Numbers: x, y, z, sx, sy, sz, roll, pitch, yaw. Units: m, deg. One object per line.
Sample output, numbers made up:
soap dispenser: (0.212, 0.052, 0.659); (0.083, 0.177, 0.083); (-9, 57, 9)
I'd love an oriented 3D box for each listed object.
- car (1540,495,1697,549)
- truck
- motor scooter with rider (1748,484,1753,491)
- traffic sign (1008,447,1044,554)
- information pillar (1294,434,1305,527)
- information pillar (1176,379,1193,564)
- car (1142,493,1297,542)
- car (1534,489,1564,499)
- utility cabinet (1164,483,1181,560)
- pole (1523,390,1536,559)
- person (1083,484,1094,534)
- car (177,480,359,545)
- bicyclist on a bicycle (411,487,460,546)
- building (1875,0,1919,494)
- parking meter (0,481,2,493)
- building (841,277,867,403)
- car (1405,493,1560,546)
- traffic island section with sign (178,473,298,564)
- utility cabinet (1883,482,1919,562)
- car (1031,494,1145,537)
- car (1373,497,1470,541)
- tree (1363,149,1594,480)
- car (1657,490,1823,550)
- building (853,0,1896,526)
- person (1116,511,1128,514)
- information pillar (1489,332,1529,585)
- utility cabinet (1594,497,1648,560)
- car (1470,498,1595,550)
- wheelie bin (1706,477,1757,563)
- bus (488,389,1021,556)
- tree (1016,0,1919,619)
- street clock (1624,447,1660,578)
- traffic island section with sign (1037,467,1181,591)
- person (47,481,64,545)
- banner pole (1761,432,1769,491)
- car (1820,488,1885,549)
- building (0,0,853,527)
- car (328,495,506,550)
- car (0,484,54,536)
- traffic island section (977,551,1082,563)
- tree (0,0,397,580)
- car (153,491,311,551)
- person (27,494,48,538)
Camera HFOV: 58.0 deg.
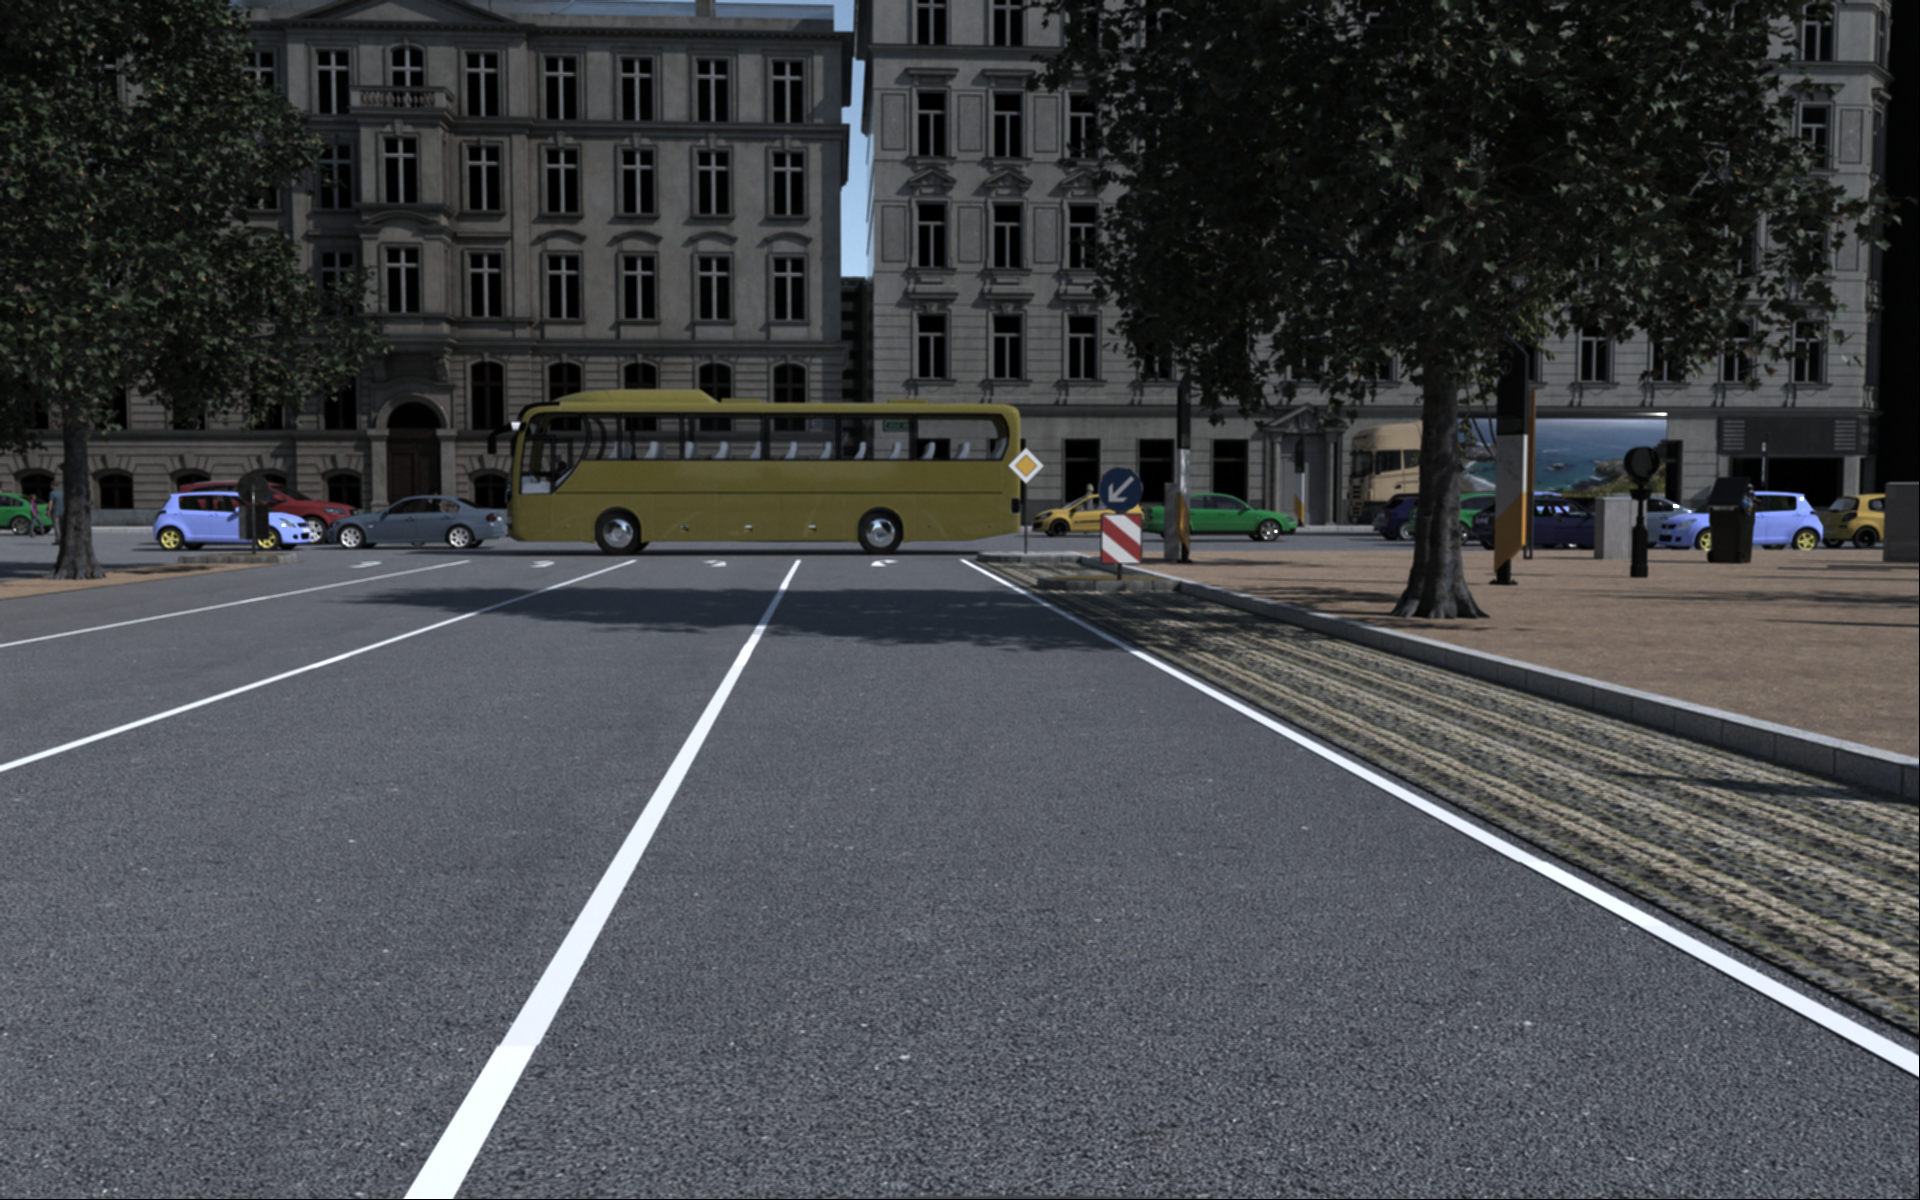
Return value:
car: (17.369, -2.074, 45.906); (4.499, 1.417, 2.014); (0, 4, -4)
truck: (18.644, -4.371, 60.376); (11.283, 4.237, 2.839); (0, 4, -4)
motor scooter with rider: (24.425, -2.695, 53.028); (1.986, 1.779, 0.876); (0, 4, -5)
traffic sign: (1.411, -2.047, 37.116); (0.795, 2.450, 0.064); (0, 4, -4)
information pillar: (13.307, -4.679, 67.857); (0.183, 3.616, 0.504); (-2, 4, -28)
information pillar: (4.129, -2.483, 31.952); (0.183, 3.616, 0.504); (2, 4, 29)
car: (7.863, -2.685, 52.692); (4.718, 1.807, 1.959); (0, 4, -3)
car: (17.915, -2.755, 54.634); (1.945, 1.707, 3.694); (0, 4, -5)
utility cabinet: (4.190, -1.533, 33.747); (0.318, 1.500, 1.173); (1, 4, 11)
pole: (11.177, -2.455, 33.975); (0.158, 3.312, 0.155); (0, 3, 0)
person: (4.554, -3.266, 62.088); (0.526, 1.800, 0.537); (2, 4, 31)
car: (-19.926, -2.499, 49.539); (5.304, 1.827, 2.281); (0, 4, -3)
bicyclist on a bicycle: (-14.480, -2.312, 47.825); (1.625, 1.676, 1.499); (0, 4, -3)
building: (48.015, -15.159, 77.525); (15.834, 23.373, 12.332); (0, 4, -4)
parking meter: (-36.399, -3.651, 65.406); (0.399, 1.863, 0.255); (1, 4, 21)
building: (-15.324, -28.238, 233.396); (14.107, 30.474, 14.160); (0, 4, -4)
car: (14.863, -2.412, 48.235); (4.718, 1.807, 1.959); (0, 4, -5)
traffic island section with sign: (-15.005, -1.721, 36.275); (2.006, 1.907, 1.989); (0, 4, -4)
utility cabinet: (17.836, -1.436, 32.152); (1.173, 1.500, 0.318); (3, 5, 43)
car: (4.402, -2.954, 58.520); (3.980, 1.641, 2.015); (0, 4, -6)
car: (14.915, -2.521, 53.803); (3.894, 1.354, 1.945); (0, 4, -4)
tree: (9.174, -4.847, 29.614); (4.737, 8.622, 4.395); (0, 3, 0)
car: (18.981, -1.997, 42.248); (3.694, 1.707, 1.945); (0, 4, -3)
building: (17.408, -18.409, 77.409); (44.131, 29.872, 17.030); (0, 4, -4)
person: (5.254, -2.769, 56.241); (0.387, 1.526, 0.523); (1, 4, 23)
information pillar: (7.734, -2.017, 24.325); (0.183, 3.616, 0.504); (-2, 4, -34)
utility cabinet: (13.040, -1.408, 34.178); (1.020, 1.237, 0.306); (-1, 4, -17)
car: (14.941, -1.892, 43.516); (3.894, 1.354, 1.945); (0, 4, -5)
wheelie bin: (14.392, -1.494, 32.332); (0.693, 1.594, 0.980); (-3, 4, -37)
bus: (-4.757, -3.044, 41.322); (12.252, 3.916, 2.896); (0, 4, -4)
tree: (5.013, -6.178, 18.023); (9.611, 12.733, 9.660); (0, 3, 0)
street clock: (10.471, -1.350, 26.648); (0.471, 2.002, 0.358); (0, 4, -7)
traffic island section with sign: (2.214, -1.083, 26.342); (1.989, 1.847, 2.006); (0, 4, -4)
person: (-25.443, -2.457, 48.801); (0.434, 1.807, 0.598); (2, 4, 33)
banner pole: (32.638, -4.908, 70.260); (0.401, 3.779, 0.863); (3, 5, 44)
car: (24.781, -2.165, 45.626); (3.980, 1.641, 2.015); (0, 4, -3)
building: (-21.927, -15.548, 73.289); (34.723, 24.649, 14.460); (0, 4, -4)
car: (-14.293, -2.056, 45.611); (4.499, 1.417, 2.014); (0, 4, -4)
car: (-33.849, -3.162, 60.498); (4.718, 1.807, 1.959); (0, 4, -5)
traffic island section: (1.434, -0.912, 37.195); (2.009, 0.180, 2.903); (0, 4, -4)
tree: (-14.897, -6.697, 28.966); (9.611, 12.733, 9.660); (0, 3, 0)
car: (-18.581, -2.122, 44.293); (3.694, 1.707, 1.945); (0, 4, -3)
person: (-30.392, -2.778, 57.155); (0.776, 1.435, 0.726); (-1, 4, -19)
